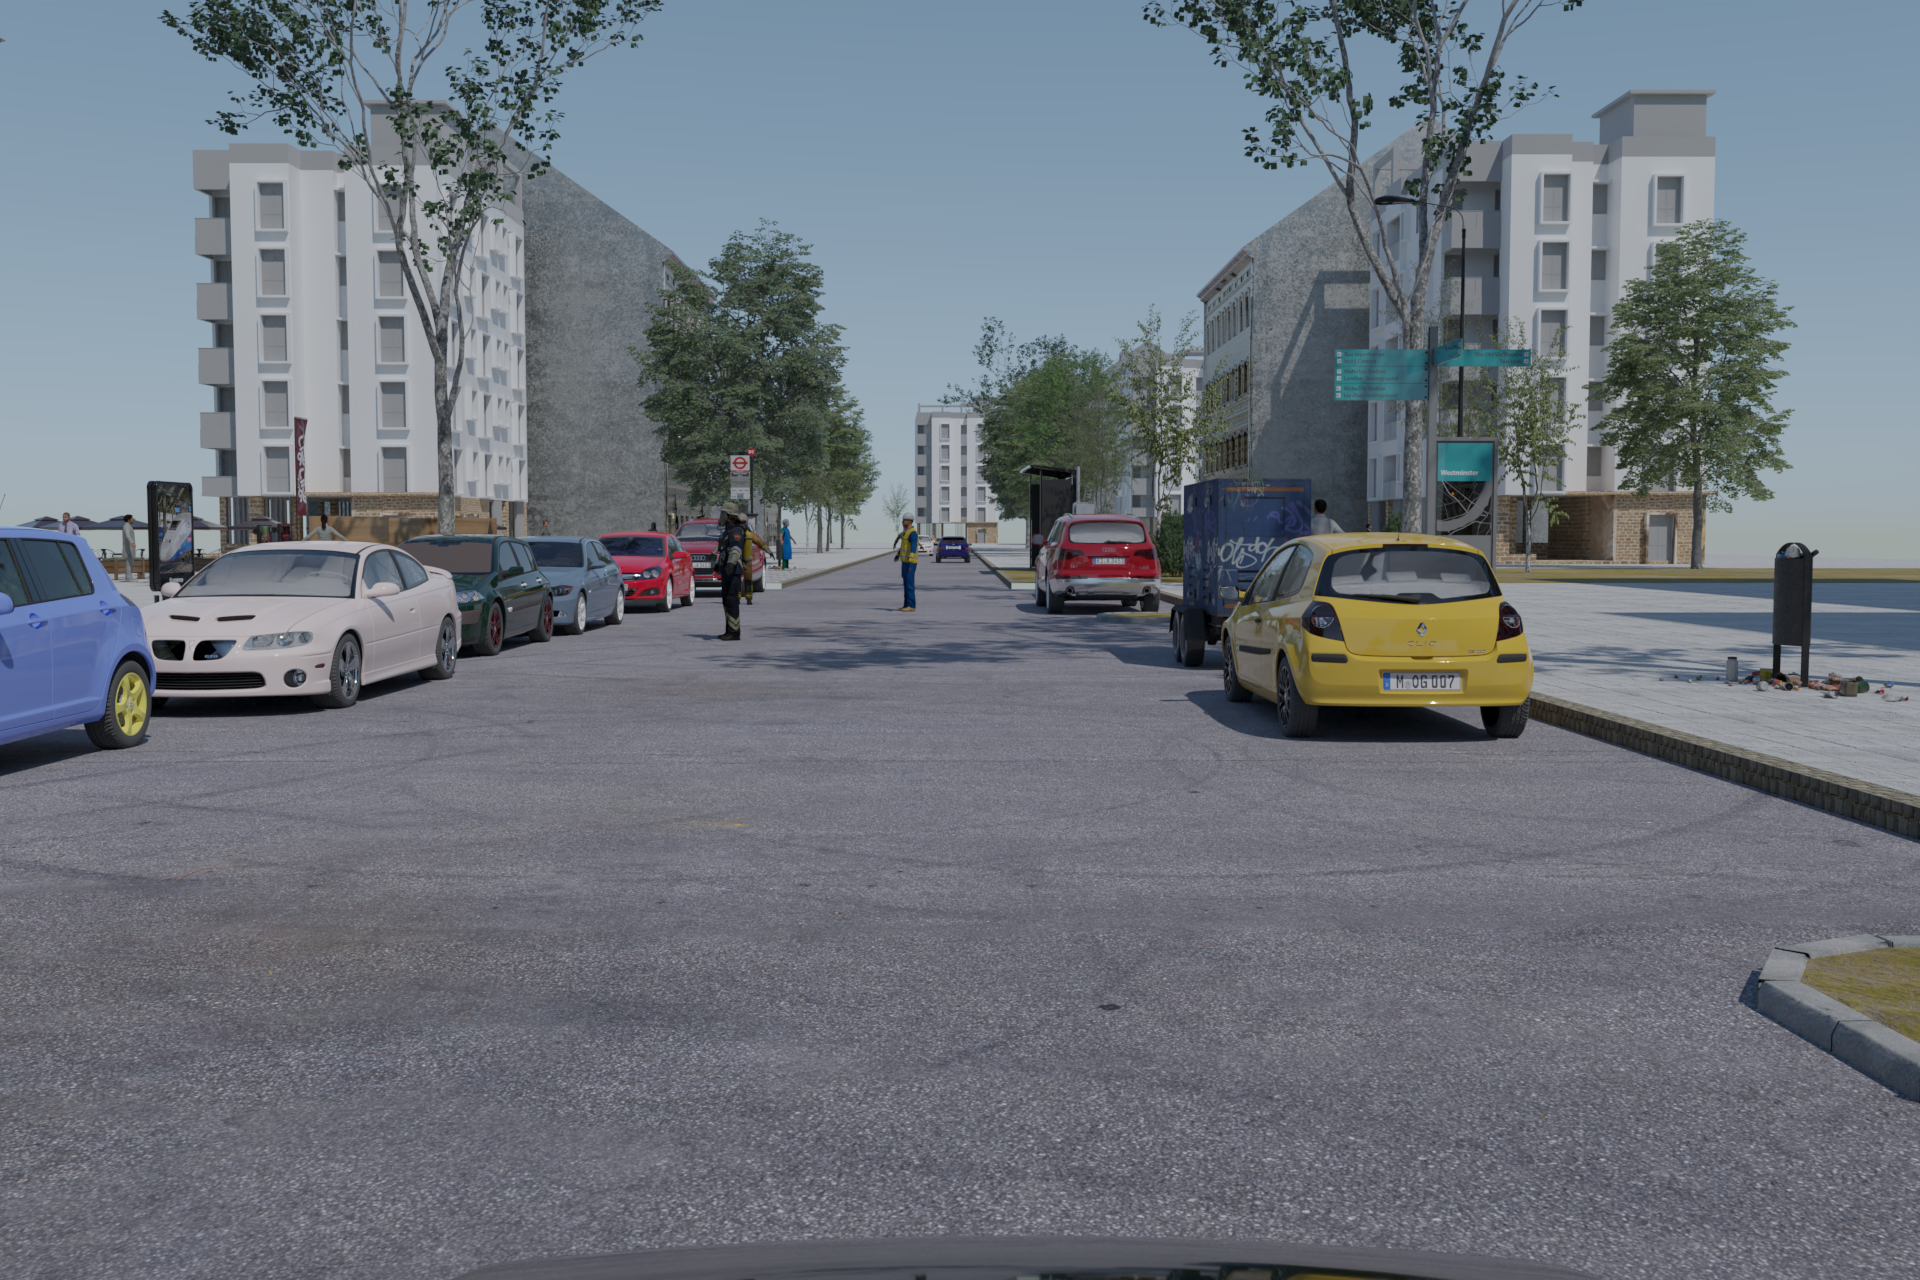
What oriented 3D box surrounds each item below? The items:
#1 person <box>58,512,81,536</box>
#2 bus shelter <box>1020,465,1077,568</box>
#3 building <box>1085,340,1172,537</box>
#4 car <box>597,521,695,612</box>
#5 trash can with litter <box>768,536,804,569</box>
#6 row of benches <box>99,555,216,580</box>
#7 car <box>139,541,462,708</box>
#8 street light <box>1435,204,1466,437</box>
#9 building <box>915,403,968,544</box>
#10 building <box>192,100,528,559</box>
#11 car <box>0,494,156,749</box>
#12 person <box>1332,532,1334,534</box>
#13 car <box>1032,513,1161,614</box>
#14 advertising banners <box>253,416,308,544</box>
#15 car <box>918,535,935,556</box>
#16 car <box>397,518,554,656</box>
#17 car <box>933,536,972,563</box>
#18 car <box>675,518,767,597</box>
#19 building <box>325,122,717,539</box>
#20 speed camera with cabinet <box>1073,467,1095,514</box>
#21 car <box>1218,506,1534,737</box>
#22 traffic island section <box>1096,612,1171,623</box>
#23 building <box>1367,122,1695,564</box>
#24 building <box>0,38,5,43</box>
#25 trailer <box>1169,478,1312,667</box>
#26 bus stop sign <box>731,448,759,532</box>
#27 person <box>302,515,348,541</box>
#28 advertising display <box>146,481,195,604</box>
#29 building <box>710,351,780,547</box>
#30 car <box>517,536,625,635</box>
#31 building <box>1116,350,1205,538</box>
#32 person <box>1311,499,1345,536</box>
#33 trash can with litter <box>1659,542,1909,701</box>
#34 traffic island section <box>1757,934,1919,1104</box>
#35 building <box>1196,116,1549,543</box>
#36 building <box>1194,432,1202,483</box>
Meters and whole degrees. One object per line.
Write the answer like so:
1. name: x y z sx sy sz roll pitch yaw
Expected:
1. person: -22.897 -2.349 44.312 0.709 1.838 0.599 0 4 4
2. bus shelter: 3.167 -4.315 61.830 1.731 3.624 6.357 0 4 -1
3. building: 21.195 -22.917 205.625 19.493 23.208 18.063 0 4 0
4. car: -6.198 -1.465 32.995 2.155 1.783 4.494 0 3 0
5. trash can with litter: -6.513 -3.231 63.876 1.678 1.210 2.233 0 3 0
6. row of benches: -23.161 -2.111 49.973 1.422 0.672 4.104 1 4 18
7. car: -5.956 -0.207 15.742 2.083 1.381 4.827 0 3 0
8. street light: 7.460 -3.143 23.928 1.470 5.913 1.316 0 4 -1
9. building: -6.008 -23.486 242.873 11.380 20.090 16.016 1 4 8
10. building: -27.485 -13.487 76.939 16.016 20.090 11.380 0 4 1
11. car: -6.375 -0.043 10.301 1.945 1.707 3.694 0 4 0
12. person: 7.779 -1.593 35.315 0.697 1.427 0.421 -1 4 -11
13. car: 2.546 -1.473 32.763 2.281 1.827 5.304 0 4 -1
14. advertising banners: -9.883 -1.781 25.311 0.090 3.025 2.074 0 3 0
15. car: -2.657 -6.174 113.301 2.083 1.381 4.827 0 4 -1
16. car: -6.304 -0.722 21.596 2.009 1.686 4.222 0 3 0
17. car: -0.362 -4.548 86.933 1.945 1.354 3.894 0 4 -1
18. car: -5.816 -1.983 41.092 2.281 1.827 5.304 0 4 0
19. building: -25.155 -16.563 101.732 19.493 23.208 18.063 0 4 0
20. speed camera with cabinet: 3.667 -3.411 50.110 0.660 3.252 2.038 0 4 -2
21. car: 3.123 -0.208 13.625 2.015 1.641 3.980 0 3 0
22. traffic island section: 3.305 -0.370 28.913 1.991 0.108 1.994 0 4 -1
23. building: 25.735 -14.046 86.066 16.016 20.090 11.380 0 4 0
24. building: -31.668 -11.824 33.978 13.314 22.015 24.055 0 4 -1
25. trailer: 3.115 -0.775 19.727 1.471 1.999 3.904 0 4 0
26. bus stop sign: -6.663 -3.973 53.657 0.855 3.939 0.416 0 3 0
27. person: -14.668 -2.029 40.012 1.217 1.735 0.721 -1 4 -18
28. advertising display: -9.701 -0.986 21.327 0.123 1.923 0.974 0 4 1
29. building: -28.813 -21.383 180.542 19.493 23.208 18.063 0 4 -1
30. car: -6.233 -0.864 26.134 2.014 1.417 4.499 0 4 0
31. building: 21.337 -19.665 177.934 16.016 20.090 11.380 0 3 0
32. person: 5.452 -1.234 26.331 1.344 1.810 0.704 -1 4 -12
33. trash can with litter: 6.949 -0.198 14.297 1.678 1.210 2.233 0 3 0
34. traffic island section: 3.401 1.102 4.847 1.991 0.108 1.994 0 4 -1
35. building: 24.645 -16.487 100.484 19.493 23.208 18.063 0 3 0
36. building: 23.693 -11.310 127.072 9.099 9.664 28.070 0 4 0
